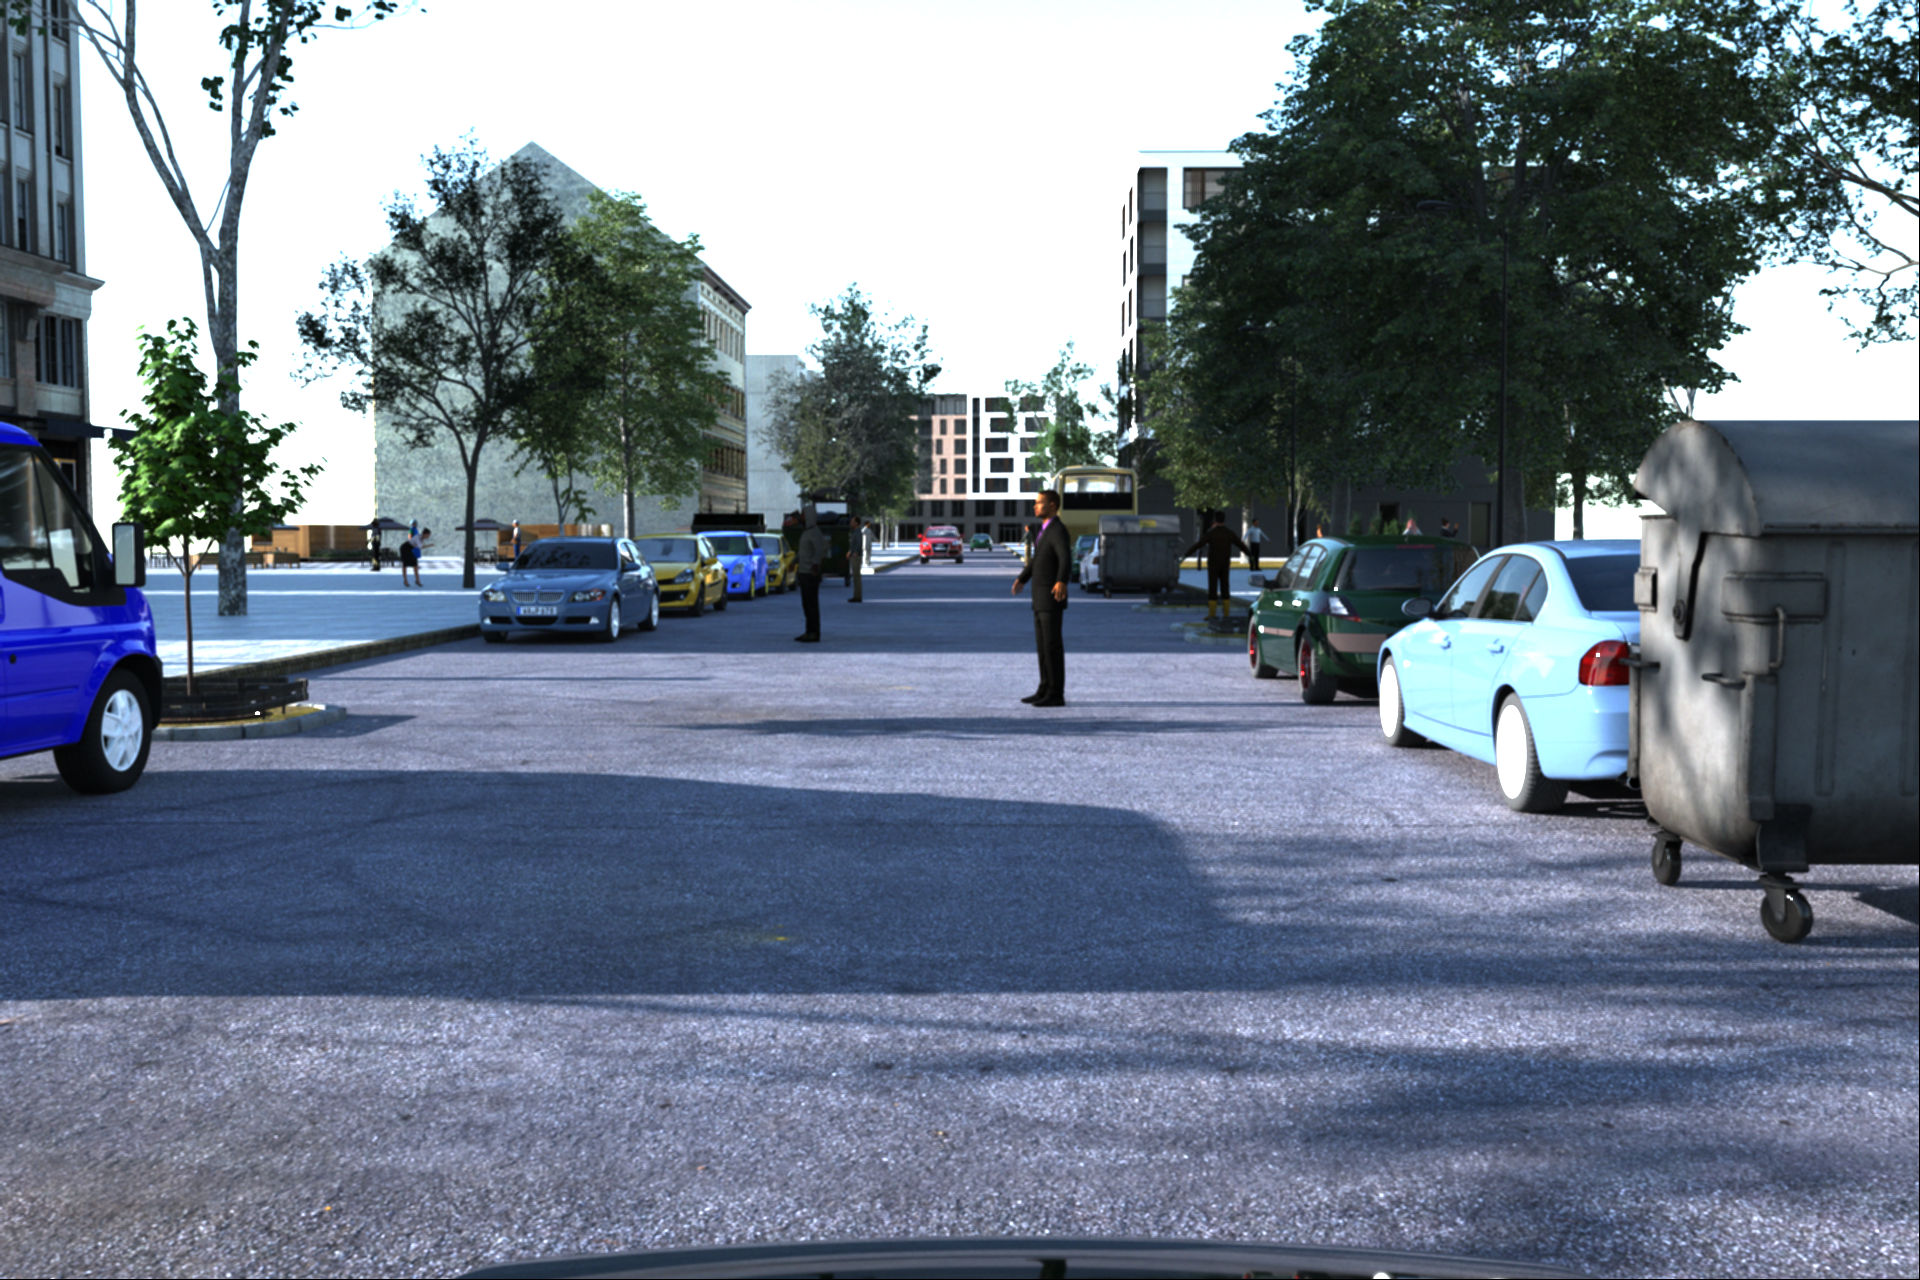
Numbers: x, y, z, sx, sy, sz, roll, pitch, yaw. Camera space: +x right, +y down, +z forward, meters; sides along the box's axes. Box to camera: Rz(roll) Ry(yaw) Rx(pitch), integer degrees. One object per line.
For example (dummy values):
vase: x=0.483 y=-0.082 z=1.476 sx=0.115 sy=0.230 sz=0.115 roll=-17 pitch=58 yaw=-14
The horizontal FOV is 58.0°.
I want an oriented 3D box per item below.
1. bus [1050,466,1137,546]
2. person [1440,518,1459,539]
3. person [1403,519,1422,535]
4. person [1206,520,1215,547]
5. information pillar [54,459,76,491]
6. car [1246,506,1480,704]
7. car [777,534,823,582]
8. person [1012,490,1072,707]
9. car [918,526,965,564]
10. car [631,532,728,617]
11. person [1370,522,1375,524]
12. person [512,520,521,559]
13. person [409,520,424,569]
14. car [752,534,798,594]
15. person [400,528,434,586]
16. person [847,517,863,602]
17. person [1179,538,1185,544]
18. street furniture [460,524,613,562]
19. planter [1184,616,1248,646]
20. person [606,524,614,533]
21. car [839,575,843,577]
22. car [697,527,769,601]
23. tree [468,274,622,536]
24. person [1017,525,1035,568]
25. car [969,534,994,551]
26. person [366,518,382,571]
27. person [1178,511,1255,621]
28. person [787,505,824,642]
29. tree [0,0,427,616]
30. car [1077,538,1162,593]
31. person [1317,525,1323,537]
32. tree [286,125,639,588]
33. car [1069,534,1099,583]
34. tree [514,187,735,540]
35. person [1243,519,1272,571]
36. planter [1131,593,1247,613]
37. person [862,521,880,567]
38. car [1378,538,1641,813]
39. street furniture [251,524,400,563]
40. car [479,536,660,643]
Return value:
bus: x=4.540 y=-4.270 z=61.356 sx=2.896 sy=3.916 sz=12.252 roll=0 pitch=4 yaw=1
person: x=13.739 y=-2.549 z=48.517 sx=0.445 sy=1.727 sz=0.742 roll=-3 pitch=4 yaw=-37
person: x=15.583 y=-3.284 z=59.840 sx=1.347 sy=1.811 sz=0.704 roll=-2 pitch=4 yaw=-28
person: x=8.940 y=-3.273 z=60.081 sx=0.750 sy=1.759 sz=0.617 roll=-1 pitch=4 yaw=-8
information pillar: x=-8.923 y=-0.770 z=17.085 sx=0.304 sy=2.012 sz=0.304 roll=0 pitch=4 yaw=2
car: x=3.755 y=-0.379 z=15.983 sx=2.009 sy=1.686 sz=4.222 roll=0 pitch=3 yaw=0
car: x=-4.955 y=-2.472 z=50.198 sx=2.009 sy=1.686 sz=4.222 roll=0 pitch=4 yaw=1
person: x=0.718 y=-0.357 z=14.511 sx=0.704 sy=1.802 sz=1.346 roll=-1 pitch=4 yaw=-14
car: x=-0.882 y=-4.679 z=85.181 sx=2.281 sy=1.827 sz=5.304 roll=0 pitch=4 yaw=1
car: x=-5.277 y=-1.281 z=31.164 sx=2.015 sy=1.641 sz=3.980 roll=0 pitch=4 yaw=1
person: x=17.308 y=-4.061 z=72.340 sx=0.705 sy=1.837 sz=1.347 roll=0 pitch=4 yaw=5
person: x=-17.649 y=-3.856 z=68.895 sx=0.705 sy=1.847 sz=1.347 roll=0 pitch=4 yaw=-8
person: x=-20.160 y=-3.547 z=64.126 sx=0.704 sy=1.817 sz=1.347 roll=0 pitch=4 yaw=1
car: x=-4.992 y=-1.975 z=42.508 sx=2.015 sy=1.641 sz=3.980 roll=0 pitch=4 yaw=1
person: x=-13.305 y=-2.032 z=42.447 sx=0.799 sy=1.438 sz=0.628 roll=-1 pitch=4 yaw=-21
person: x=-2.209 y=-1.698 z=36.490 sx=0.705 sy=1.796 sz=1.348 roll=-1 pitch=4 yaw=-9
person: x=11.400 y=-5.043 z=91.717 sx=0.991 sy=1.433 sz=0.599 roll=1 pitch=4 yaw=9
street furniture: x=-17.919 y=-4.610 z=82.227 sx=9.812 sy=1.723 sz=11.010 roll=1 pitch=4 yaw=8
planter: x=4.038 y=-0.124 z=23.166 sx=1.991 sy=0.319 sz=1.994 roll=0 pitch=4 yaw=1
person: x=-19.278 y=-5.448 z=94.859 sx=0.705 sy=1.856 sz=1.354 roll=1 pitch=4 yaw=11
car: x=-4.632 y=-3.057 z=58.786 sx=1.959 sy=1.807 sz=4.718 roll=0 pitch=4 yaw=1
car: x=-5.268 y=-1.764 z=38.427 sx=1.945 sy=1.707 sz=3.694 roll=0 pitch=4 yaw=1
tree: x=-11.294 y=-5.990 z=48.303 sx=4.737 sy=8.622 sz=4.395 roll=0 pitch=3 yaw=0
person: x=2.840 y=-3.912 z=72.690 sx=0.705 sy=1.796 sz=1.348 roll=2 pitch=4 yaw=32
car: x=1.782 y=-8.189 z=145.691 sx=2.131 sy=1.459 sz=4.920 roll=0 pitch=4 yaw=0
person: x=-20.248 y=-3.306 z=59.914 sx=0.704 sy=1.845 sz=1.351 roll=-2 pitch=4 yaw=-34
person: x=4.254 y=-1.219 z=28.523 sx=1.346 sy=1.812 sz=0.704 roll=-1 pitch=4 yaw=-12
person: x=-2.026 y=-0.885 z=23.048 sx=0.705 sy=1.813 sz=1.348 roll=-1 pitch=4 yaw=-20
tree: x=-12.895 y=-10.480 z=27.231 sx=12.611 sy=20.169 sz=13.585 roll=0 pitch=3 yaw=0
car: x=4.019 y=-1.908 z=43.563 sx=2.083 sy=1.381 sz=4.827 roll=0 pitch=4 yaw=1
person: x=17.339 y=-4.663 z=83.047 sx=0.721 sy=1.733 sz=1.217 roll=0 pitch=4 yaw=1
tree: x=-11.646 y=-6.486 z=40.453 sx=8.767 sy=10.594 sz=7.601 roll=0 pitch=4 yaw=-5
car: x=4.155 y=-2.491 z=52.528 sx=2.131 sy=1.459 sz=4.920 roll=0 pitch=3 yaw=0
tree: x=-11.346 y=-8.531 z=57.609 sx=7.486 sy=12.596 sz=7.792 roll=0 pitch=3 yaw=0
person: x=10.247 y=-3.296 z=60.043 sx=1.344 sy=1.810 sz=0.704 roll=-2 pitch=4 yaw=-34
planter: x=4.227 y=-0.688 z=32.390 sx=1.991 sy=0.319 sz=1.994 roll=0 pitch=4 yaw=1
person: x=-3.629 y=-3.807 z=68.433 sx=0.705 sy=1.806 sz=1.347 roll=2 pitch=4 yaw=30
car: x=3.728 y=0.111 z=10.183 sx=2.014 sy=1.417 sz=4.499 roll=0 pitch=4 yaw=1
street furniture: x=-29.623 y=-4.582 z=81.768 sx=9.812 sy=1.723 sz=11.010 roll=1 pitch=4 yaw=14
car: x=-5.396 y=-0.759 z=24.417 sx=2.014 sy=1.417 sz=4.499 roll=0 pitch=4 yaw=1
